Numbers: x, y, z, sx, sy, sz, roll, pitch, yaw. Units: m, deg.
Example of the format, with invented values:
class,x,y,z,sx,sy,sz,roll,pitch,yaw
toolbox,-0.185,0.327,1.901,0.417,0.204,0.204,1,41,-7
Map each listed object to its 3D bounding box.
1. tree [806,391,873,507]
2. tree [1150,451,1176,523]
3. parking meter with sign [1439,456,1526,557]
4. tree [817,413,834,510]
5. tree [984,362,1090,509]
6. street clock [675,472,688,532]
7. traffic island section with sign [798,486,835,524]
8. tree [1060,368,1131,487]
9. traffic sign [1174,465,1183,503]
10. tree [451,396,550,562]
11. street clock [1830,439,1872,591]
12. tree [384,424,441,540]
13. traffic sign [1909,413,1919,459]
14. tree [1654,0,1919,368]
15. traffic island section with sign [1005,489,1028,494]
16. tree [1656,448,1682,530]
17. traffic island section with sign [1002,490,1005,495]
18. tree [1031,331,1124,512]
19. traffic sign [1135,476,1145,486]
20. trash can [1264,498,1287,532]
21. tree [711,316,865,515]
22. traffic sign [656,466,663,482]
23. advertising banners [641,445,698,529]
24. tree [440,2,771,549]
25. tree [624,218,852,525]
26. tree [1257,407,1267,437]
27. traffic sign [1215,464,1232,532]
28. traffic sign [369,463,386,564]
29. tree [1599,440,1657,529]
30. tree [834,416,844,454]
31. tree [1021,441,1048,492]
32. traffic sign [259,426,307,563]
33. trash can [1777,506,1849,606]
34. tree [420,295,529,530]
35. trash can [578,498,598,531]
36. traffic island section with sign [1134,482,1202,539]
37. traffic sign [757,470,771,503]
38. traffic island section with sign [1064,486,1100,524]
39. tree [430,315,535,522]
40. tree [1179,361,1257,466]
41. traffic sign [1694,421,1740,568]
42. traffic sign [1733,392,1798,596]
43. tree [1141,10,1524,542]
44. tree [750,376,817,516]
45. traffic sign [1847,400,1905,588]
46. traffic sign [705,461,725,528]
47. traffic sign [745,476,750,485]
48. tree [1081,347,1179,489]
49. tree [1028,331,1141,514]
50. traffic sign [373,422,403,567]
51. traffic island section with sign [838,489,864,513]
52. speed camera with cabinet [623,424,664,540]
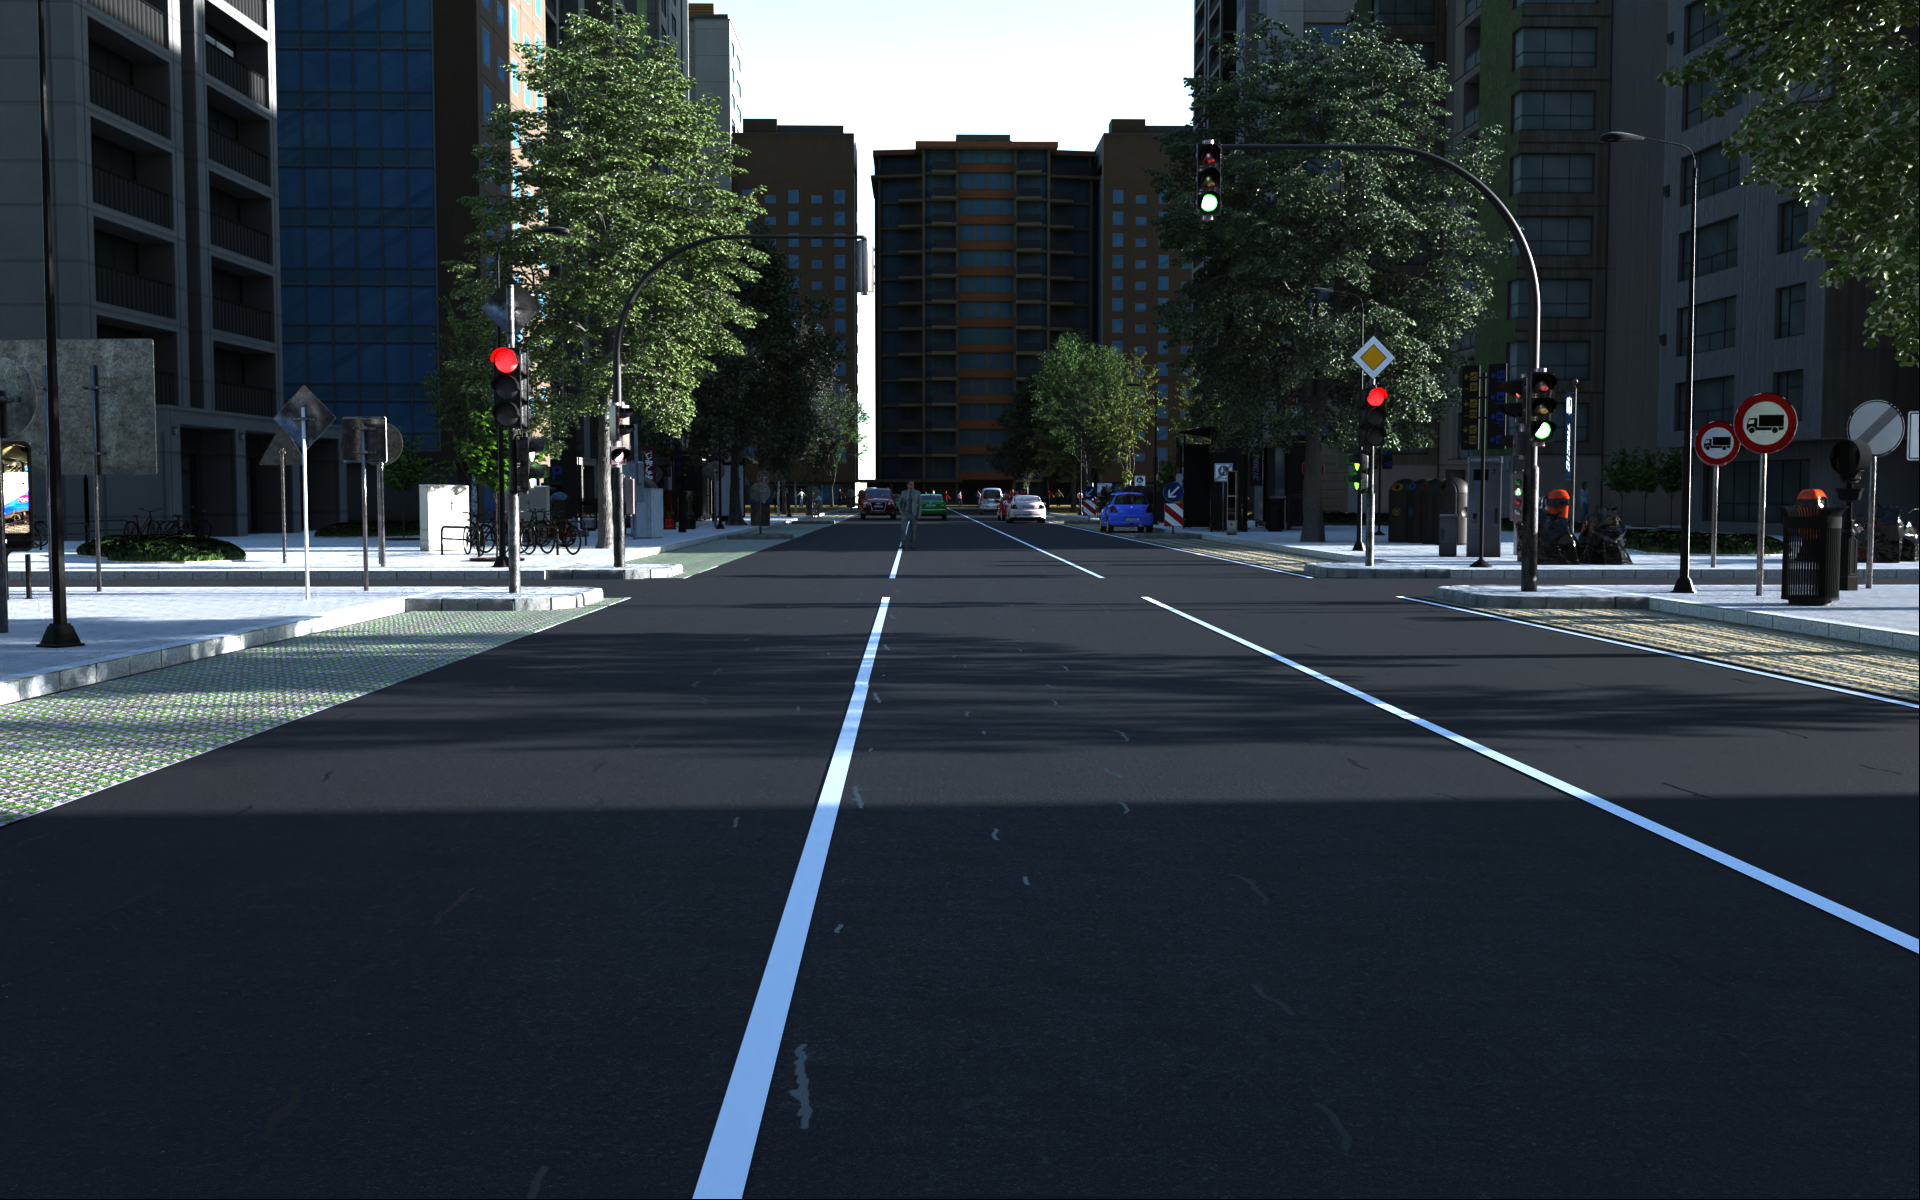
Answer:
class,x,y,z,sx,sy,sz,roll,pitch,yaw
tree,-12.602,-15.028,171.467,9.928,11.665,9.643,0,3,0
tree,9.272,-5.067,77.454,1.663,3.219,1.824,0,3,0
parking meter with sign,10.704,-2.392,35.377,1.738,3.016,0.543,1,4,17
tree,-11.211,-10.211,117.319,4.360,8.622,3.978,0,3,0
tree,7.255,-14.152,148.390,9.611,12.733,9.660,0,3,0
street clock,-9.305,-3.266,57.975,0.358,2.002,0.471,2,4,25
traffic island section with sign,-7.006,-4.541,82.880,1.989,1.847,2.006,0,4,-1
tree,7.852,-9.286,102.182,4.360,8.622,3.978,0,3,0
traffic sign,9.597,-4.558,74.632,0.768,2.556,0.104,0,4,6
tree,-8.775,-2.365,33.262,1.663,3.219,1.824,0,3,0
street clock,11.833,-1.130,23.051,0.358,2.002,0.471,-1,4,-22
tree,-15.652,-3.287,48.339,1.663,3.219,1.824,0,3,0
traffic sign,11.993,-1.179,21.407,0.606,2.300,0.079,0,4,6
tree,9.831,-5.956,15.513,7.486,12.596,7.792,0,3,0
traffic island section with sign,4.734,-7.624,133.285,1.989,1.847,2.006,0,4,-1
tree,26.826,-4.462,67.560,1.663,3.219,1.824,0,3,0
traffic island section with sign,4.048,-9.307,160.795,1.989,1.847,2.006,0,4,-1
tree,8.285,-12.399,120.858,7.486,12.596,7.792,0,3,0
traffic sign,9.982,-5.752,96.179,0.606,2.300,0.079,0,4,2
trash can,10.778,-2.907,59.188,0.748,1.137,0.748,0,3,0
tree,-11.203,-12.132,108.732,12.009,13.543,11.850,0,3,0
traffic sign,-13.679,-4.730,77.439,0.768,2.556,0.104,0,4,6
advertising banners,-10.527,-4.074,62.792,2.074,3.025,0.090,-2,4,-23
tree,-7.963,-7.492,40.620,7.486,12.596,7.792,0,3,0
tree,-9.293,-9.436,71.291,9.611,12.733,9.660,0,3,0
tree,15.291,-9.069,98.646,4.737,8.622,4.395,0,3,0
traffic sign,8.785,-3.405,57.803,0.606,2.300,0.079,0,4,1
traffic sign,-10.595,-1.927,31.610,0.768,2.556,0.104,0,4,1
tree,23.598,-4.113,61.852,1.663,3.219,1.824,0,3,0
tree,-11.304,-11.511,138.570,4.360,8.622,3.978,0,3,0
tree,6.731,-13.318,168.110,4.737,8.622,4.395,0,3,0
traffic sign,-12.496,-1.956,31.979,0.884,2.594,0.081,0,4,-1
trash can,9.858,-0.514,20.057,0.748,1.137,0.748,0,3,0
tree,-17.500,-6.834,62.091,4.737,8.622,4.395,0,3,0
trash can,-12.938,-2.979,60.356,0.748,1.137,0.748,0,3,0
traffic island section with sign,6.685,-2.897,55.998,1.989,1.847,2.006,0,4,-1
traffic sign,-10.275,-5.553,90.890,0.768,2.556,0.104,0,4,2
traffic island section with sign,6.011,-4.545,82.945,1.989,1.847,2.006,0,4,-1
tree,-19.808,-7.382,71.051,4.360,8.622,3.978,0,3,0
tree,12.853,-8.654,91.857,4.737,8.622,4.395,0,3,0
traffic sign,13.165,-1.840,30.189,0.768,2.556,0.104,0,4,6
traffic sign,10.103,-1.328,21.813,0.768,2.556,0.104,0,4,6
tree,9.630,-8.541,46.298,9.857,13.997,8.962,0,3,0
tree,-10.524,-9.148,99.937,4.360,8.622,3.978,0,3,0
traffic sign,12.368,-1.430,23.489,0.768,2.556,0.104,0,4,2
traffic sign,-9.332,-4.030,65.997,0.768,2.556,0.104,0,4,5
traffic sign,-12.980,-6.341,103.681,0.884,2.594,0.081,0,4,0
tree,8.200,-8.291,85.926,4.737,8.622,4.395,0,3,0
tree,7.986,-11.357,111.448,9.928,11.665,9.643,0,3,0
traffic sign,-10.193,-1.860,30.524,0.768,2.556,0.104,0,4,2
traffic island section with sign,-8.257,-7.562,132.266,1.989,1.847,2.006,0,4,-1
speed camera with cabinet,-9.172,-3.385,49.673,0.660,3.252,2.038,1,4,13
